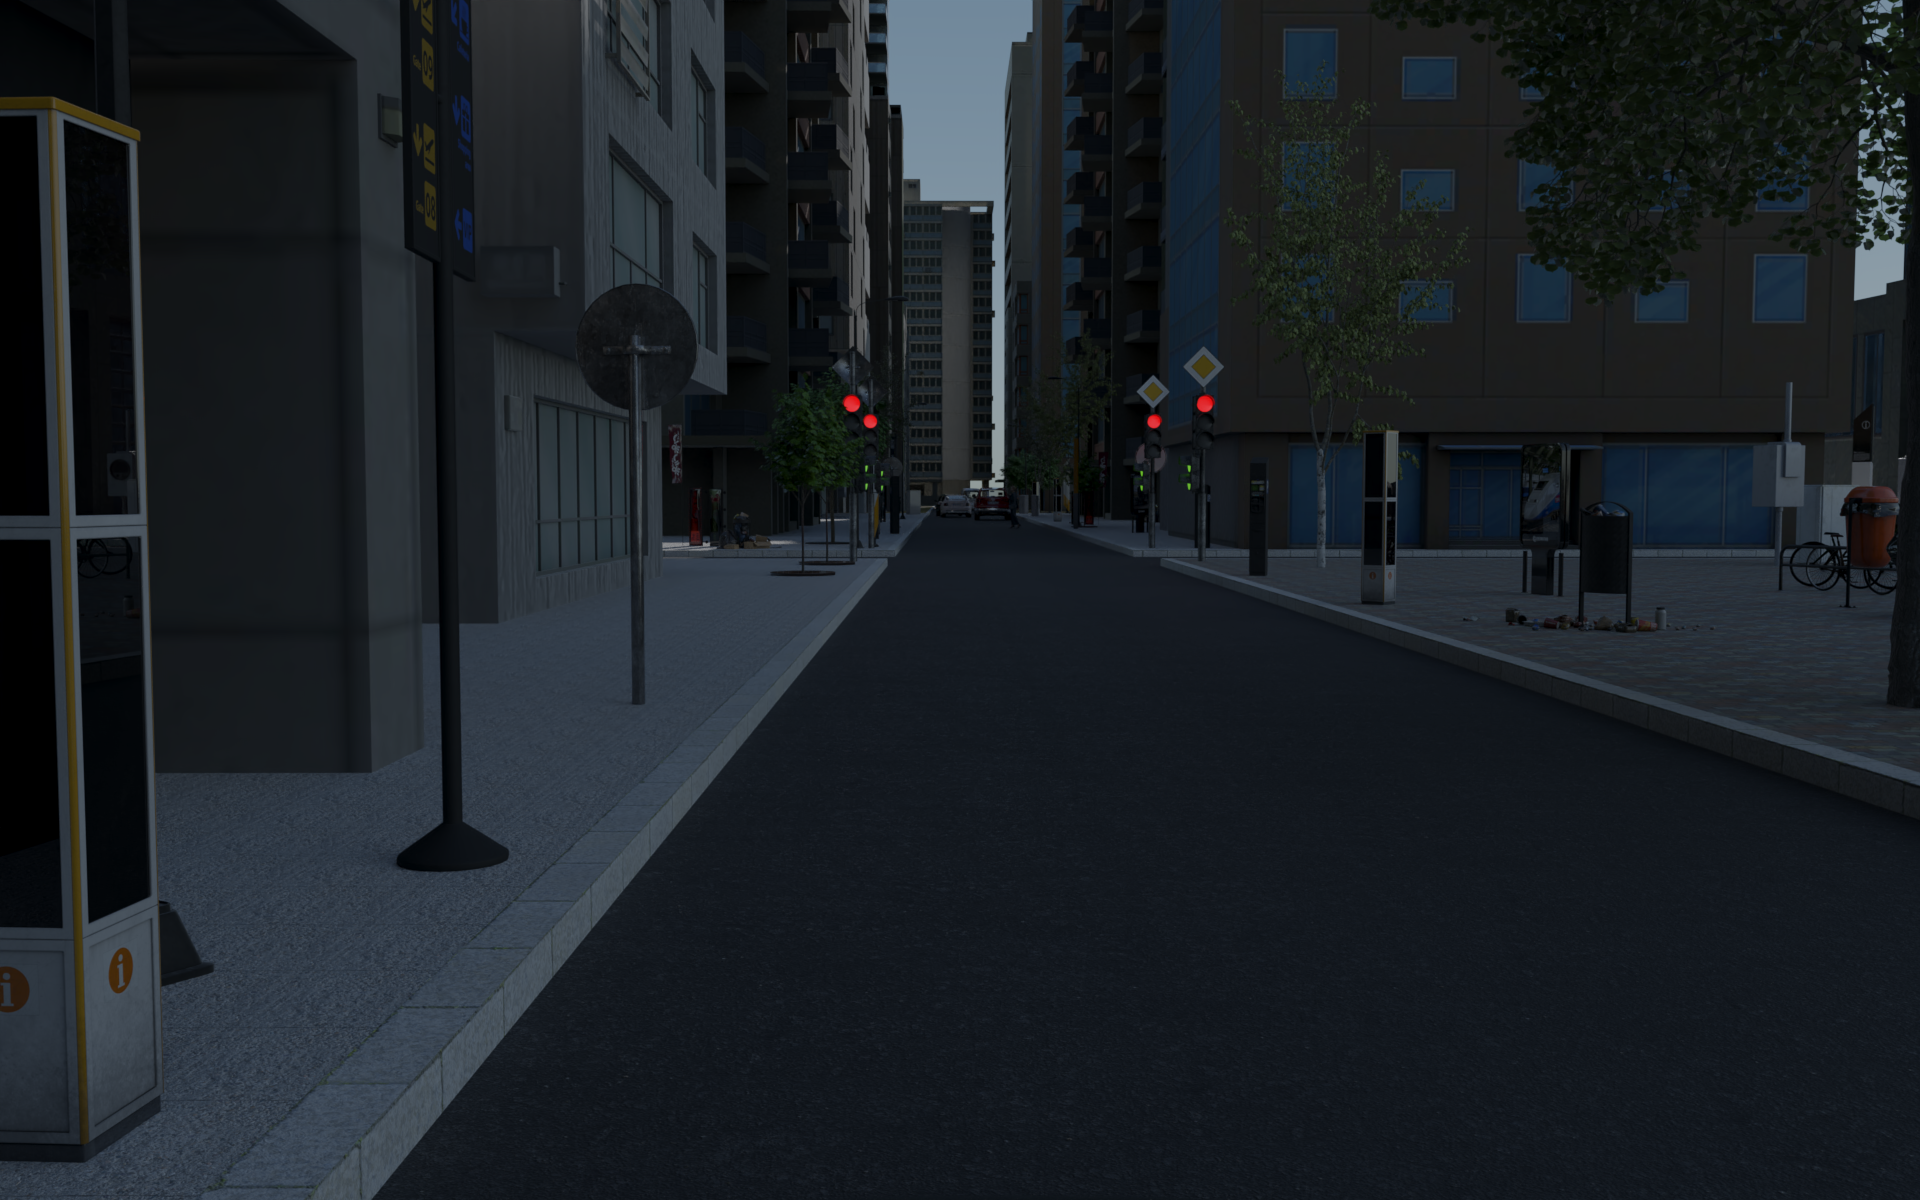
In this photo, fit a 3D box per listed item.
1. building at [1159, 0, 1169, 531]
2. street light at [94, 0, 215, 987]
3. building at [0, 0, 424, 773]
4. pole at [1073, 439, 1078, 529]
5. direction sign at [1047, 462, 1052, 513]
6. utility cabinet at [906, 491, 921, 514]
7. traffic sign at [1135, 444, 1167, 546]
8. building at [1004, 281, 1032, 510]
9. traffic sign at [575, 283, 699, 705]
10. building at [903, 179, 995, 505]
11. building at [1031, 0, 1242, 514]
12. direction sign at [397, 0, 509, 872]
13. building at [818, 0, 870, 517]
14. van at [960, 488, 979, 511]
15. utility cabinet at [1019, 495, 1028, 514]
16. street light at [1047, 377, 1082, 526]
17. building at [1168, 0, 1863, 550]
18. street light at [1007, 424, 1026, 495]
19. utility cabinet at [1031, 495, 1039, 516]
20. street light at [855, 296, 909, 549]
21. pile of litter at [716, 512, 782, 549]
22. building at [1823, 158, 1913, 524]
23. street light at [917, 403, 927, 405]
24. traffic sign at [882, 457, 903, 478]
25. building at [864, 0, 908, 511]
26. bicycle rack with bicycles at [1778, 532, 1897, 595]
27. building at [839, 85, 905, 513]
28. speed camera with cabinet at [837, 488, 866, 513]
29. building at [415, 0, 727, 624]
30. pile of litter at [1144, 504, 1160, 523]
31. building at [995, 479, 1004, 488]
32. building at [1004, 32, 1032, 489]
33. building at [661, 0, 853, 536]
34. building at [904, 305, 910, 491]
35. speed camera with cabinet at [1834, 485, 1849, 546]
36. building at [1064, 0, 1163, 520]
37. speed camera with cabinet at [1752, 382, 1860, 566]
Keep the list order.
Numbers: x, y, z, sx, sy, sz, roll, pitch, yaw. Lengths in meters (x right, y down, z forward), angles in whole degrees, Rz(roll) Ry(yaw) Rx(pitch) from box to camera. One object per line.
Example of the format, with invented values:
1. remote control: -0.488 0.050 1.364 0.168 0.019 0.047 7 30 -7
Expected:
1. building: 14.180 -17.845 63.470 14.160 30.474 14.107 0 4 0
2. street light: -1.643 -1.950 4.423 1.470 5.913 1.316 0 4 0
3. building: -12.875 -34.479 1.990 20.563 71.187 20.611 0 4 0
4. pole: 4.262 -4.275 63.734 0.158 3.312 0.155 0 3 0
5. direction sign: 6.010 -7.580 115.935 0.379 3.537 0.876 0 4 2
6. utility cabinet: -2.918 -6.080 108.090 0.318 1.500 1.173 2 4 32
7. traffic sign: 4.655 -2.583 42.340 0.768 2.556 0.104 0 4 1
8. building: 18.294 -18.967 155.148 27.650 21.520 28.899 0 4 0
9. traffic sign: -1.964 -0.636 10.501 0.768 2.556 0.104 0 4 7
10. building: -7.674 -32.069 216.210 23.993 40.220 32.217 0 4 0
11. building: 12.746 -29.506 132.537 14.600 45.320 14.200 0 4 0
12. direction sign: -1.773 -0.854 5.955 0.379 3.537 0.876 0 4 -3
13. building: -19.123 -31.239 99.990 28.713 52.752 27.495 0 4 0
14. van: 0.730 -7.197 124.683 2.013 2.044 4.112 0 4 -2
15. utility cabinet: 4.146 -6.227 112.968 0.306 1.237 1.020 -1 4 -18
16. street light: 4.156 -5.874 68.585 1.470 5.913 1.316 0 4 0
17. building: 13.207 -24.166 45.230 14.200 45.320 14.600 0 4 0
18. street light: 3.815 -8.702 114.823 1.470 5.913 1.316 0 4 0
19. utility cabinet: 4.331 -5.418 99.751 0.306 1.237 1.020 1 4 11
20. street light: -1.901 -4.173 40.774 1.470 5.913 1.316 0 4 0
21. pile of litter: -4.972 -1.641 40.802 1.719 0.858 1.176 -2 4 -24
22. building: 43.767 -45.032 48.945 31.000 86.520 22.319 0 4 0
23. street light: -2.376 -7.063 88.025 1.470 5.913 1.316 0 4 0
24. traffic sign: -2.347 -3.639 59.601 0.768 2.556 0.104 0 4 0
25. building: -15.473 -50.834 143.814 22.319 86.520 31.000 0 4 0
26. bicycle rack with bicycles: 12.131 -0.575 22.789 2.852 0.926 2.925 -2 4 -25
27. building: -11.162 -21.481 122.908 14.160 30.474 14.107 0 4 0
28. speed camera with cabinet: -7.336 -7.450 116.143 2.038 3.252 0.660 1 4 10
29. building: -10.603 -20.737 22.646 14.086 41.232 14.154 0 4 0
30. pile of litter: 8.791 -3.924 78.127 1.719 0.858 1.176 2 4 35
31. building: 18.799 -34.026 210.941 28.867 44.769 22.147 0 4 0
32. building: 15.590 -33.994 179.505 21.300 48.544 21.600 0 4 0
33. building: -15.496 -25.047 64.148 22.147 44.769 28.867 0 4 0
34. building: -19.919 -20.348 177.722 28.899 21.520 27.650 0 4 0
35. speed camera with cabinet: 22.431 -2.908 41.878 2.038 3.252 0.660 0 4 4
36. building: 17.010 -26.781 92.490 22.147 44.769 28.867 0 4 0
37. speed camera with cabinet: 15.262 -2.255 31.203 2.038 3.252 0.660 -1 4 -21
